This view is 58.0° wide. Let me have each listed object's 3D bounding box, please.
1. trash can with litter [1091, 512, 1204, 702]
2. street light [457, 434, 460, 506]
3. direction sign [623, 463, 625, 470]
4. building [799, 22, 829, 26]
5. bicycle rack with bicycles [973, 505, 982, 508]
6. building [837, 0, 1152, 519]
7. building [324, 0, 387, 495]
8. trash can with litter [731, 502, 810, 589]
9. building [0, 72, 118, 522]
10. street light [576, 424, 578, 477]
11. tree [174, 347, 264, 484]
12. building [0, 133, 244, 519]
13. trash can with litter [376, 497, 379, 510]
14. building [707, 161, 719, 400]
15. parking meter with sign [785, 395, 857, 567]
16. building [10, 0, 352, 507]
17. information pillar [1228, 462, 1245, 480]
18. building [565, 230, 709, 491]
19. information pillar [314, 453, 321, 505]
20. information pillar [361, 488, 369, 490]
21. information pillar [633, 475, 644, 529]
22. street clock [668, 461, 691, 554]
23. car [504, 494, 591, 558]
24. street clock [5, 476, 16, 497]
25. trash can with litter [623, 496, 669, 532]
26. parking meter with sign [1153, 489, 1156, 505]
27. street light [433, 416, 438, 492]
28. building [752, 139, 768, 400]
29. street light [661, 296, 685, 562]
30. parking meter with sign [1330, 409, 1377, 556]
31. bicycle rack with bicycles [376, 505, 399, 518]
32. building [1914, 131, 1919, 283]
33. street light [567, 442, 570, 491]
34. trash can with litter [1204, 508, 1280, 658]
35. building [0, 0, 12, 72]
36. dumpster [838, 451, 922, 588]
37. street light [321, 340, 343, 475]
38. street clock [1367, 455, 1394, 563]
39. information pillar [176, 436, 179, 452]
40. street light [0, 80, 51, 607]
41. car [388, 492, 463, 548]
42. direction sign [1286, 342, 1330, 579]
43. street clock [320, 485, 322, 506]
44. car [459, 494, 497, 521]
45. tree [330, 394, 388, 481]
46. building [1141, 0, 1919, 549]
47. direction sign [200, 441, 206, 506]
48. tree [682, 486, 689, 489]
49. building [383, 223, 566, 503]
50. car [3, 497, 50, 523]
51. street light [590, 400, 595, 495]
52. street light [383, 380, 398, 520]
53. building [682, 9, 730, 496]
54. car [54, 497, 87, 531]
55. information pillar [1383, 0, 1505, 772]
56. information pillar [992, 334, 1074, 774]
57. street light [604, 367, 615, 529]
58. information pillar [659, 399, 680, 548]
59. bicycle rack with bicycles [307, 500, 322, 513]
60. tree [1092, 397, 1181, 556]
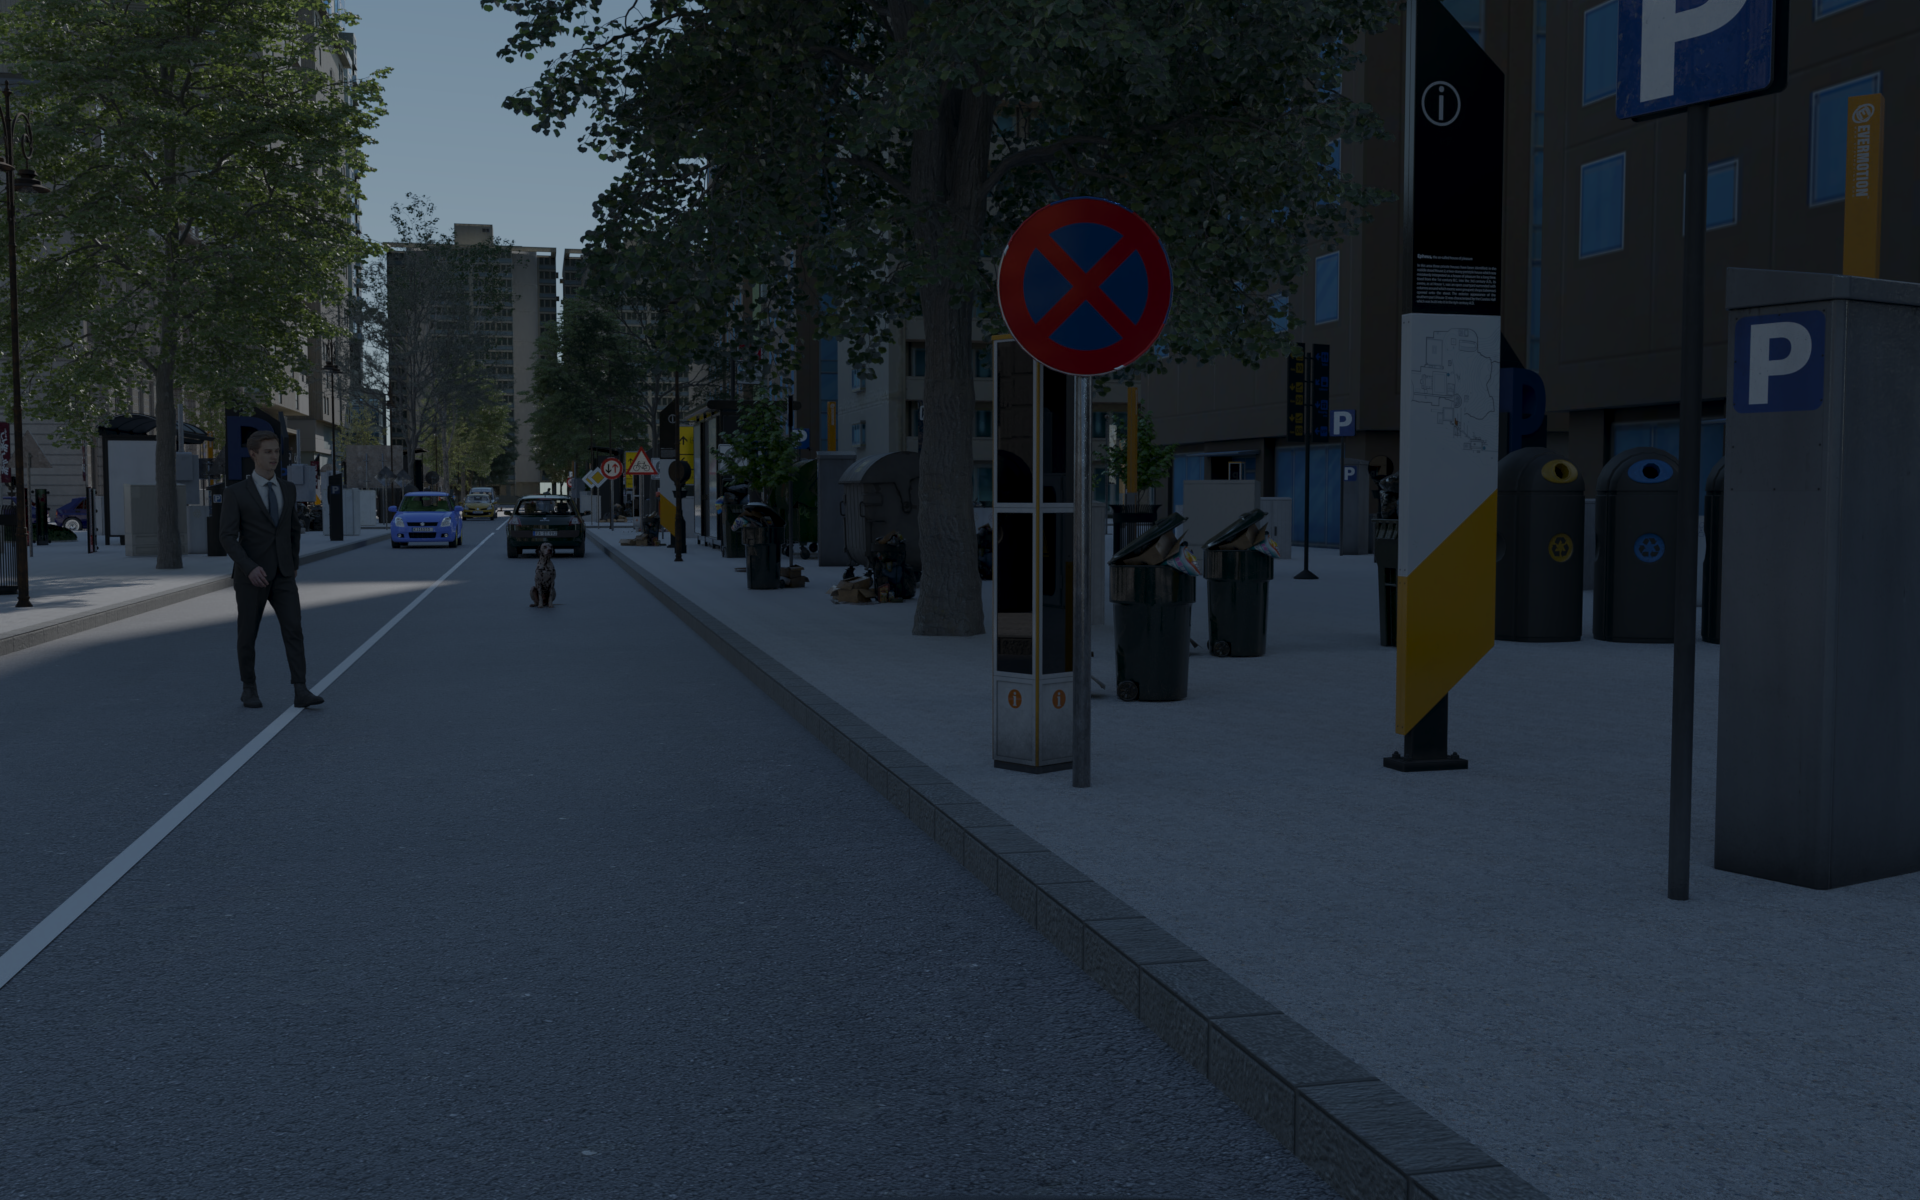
[{"bbox_3d":[0.960,0.035,10.810,1.055,1.170,0.624,0,4,6],"label":"trash can with litter"},{"bbox_3d":[-38.001,-9.690,131.226,0.468,5.910,1.993,-1,4,-14],"label":"street light"},{"bbox_3d":[-24.960,-8.279,127.359,0.876,3.537,0.379,2,4,25],"label":"direction sign"},{"bbox_3d":[-13.841,-31.097,158.544,14.600,45.320,14.200,-1,4,-14],"label":"building"},{"bbox_3d":[2.232,-4.403,85.378,2.852,0.926,2.925,-1,4,-14],"label":"bicycle rack with bicycles"},{"bbox_3d":[4.128,-29.004,97.923,21.600,48.544,21.300,-1,4,-14],"label":"building"},{"bbox_3d":[-96.036,-56.593,237.972,31.000,86.520,22.319,-1,4,-14],"label":"building"},{"bbox_3d":[-2.561,-0.746,23.580,0.624,1.170,1.055,2,4,33],"label":"trash can with litter"},{"bbox_3d":[-48.544,-15.115,88.929,13.314,21.916,24.055,-1,4,-14],"label":"building"},{"bbox_3d":[-25.123,-8.611,113.585,0.468,5.910,1.993,-1,4,-14],"label":"street light"},{"bbox_3d":[-37.187,-8.348,86.846,4.737,8.622,4.395,0,3,0],"label":"tree"},{"bbox_3d":[-54.582,-16.537,112.174,13.314,21.916,24.055,-1,4,-14],"label":"building"},{"bbox_3d":[-34.797,-5.575,102.208,2.233,1.210,1.678,0,4,-6],"label":"trash can with litter"},{"bbox_3d":[-17.489,-31.937,172.279,14.600,45.320,14.200,-1,4,-14],"label":"building"},{"bbox_3d":[-2.172,-2.107,30.711,1.738,3.016,0.543,0,4,-7],"label":"parking meter with sign"},{"bbox_3d":[-79.272,-36.230,181.599,27.495,52.752,28.713,-1,4,-14],"label":"building"},{"bbox_3d":[6.336,-2.154,39.702,0.304,2.012,0.304,2,4,26],"label":"information pillar"},{"bbox_3d":[-47.050,-34.632,258.112,23.993,40.220,32.217,-1,4,-14],"label":"building"},{"bbox_3d":[-36.906,-6.614,99.497,0.183,3.616,0.504,1,4,12],"label":"information pillar"},{"bbox_3d":[-25.267,-4.228,73.615,0.304,2.012,0.304,-1,4,-22],"label":"information pillar"},{"bbox_3d":[-11.678,-3.572,62.900,0.304,2.012,0.304,1,4,17],"label":"information pillar"},{"bbox_3d":[-6.038,-2.006,37.371,0.471,2.002,0.358,2,4,33],"label":"street clock"},{"bbox_3d":[-9.606,-1.866,40.300,2.009,1.686,4.222,-1,4,-12],"label":"car"},{"bbox_3d":[-37.874,-3.953,69.203,0.358,2.002,0.471,1,4,22],"label":"street clock"},{"bbox_3d":[-10.080,-2.893,58.359,2.233,1.210,1.678,1,4,14],"label":"trash can with litter"},{"bbox_3d":[6.967,-3.880,59.700,0.543,3.016,1.738,2,4,23],"label":"parking meter with sign"},{"bbox_3d":[-30.495,-7.836,100.898,0.468,5.910,1.993,-1,4,-14],"label":"street light"},{"bbox_3d":[-9.872,-27.857,139.048,14.154,41.232,14.086,-1,4,-14],"label":"building"},{"bbox_3d":[-5.359,-3.671,32.814,0.468,5.910,1.993,-1,4,-14],"label":"street light"},{"bbox_3d":[8.362,-2.465,36.564,0.543,3.016,1.738,2,4,33],"label":"parking meter with sign"},{"bbox_3d":[-27.932,-4.420,85.649,2.925,0.926,2.852,-3,5,-40],"label":"bicycle rack with bicycles"},{"bbox_3d":[18.420,-22.843,23.590,14.600,45.320,14.200,-1,4,-14],"label":"building"},{"bbox_3d":[-32.492,-10.468,143.946,0.468,5.910,1.993,-1,4,-14],"label":"street light"},{"bbox_3d":[1.964,-0.141,13.696,1.055,1.170,0.624,0,4,1],"label":"trash can with litter"},{"bbox_3d":[-71.673,-34.183,148.132,28.713,52.752,27.495,-1,4,-14],"label":"building"},{"bbox_3d":[-0.934,-1.129,24.214,1.264,1.857,1.865,-1,4,-14],"label":"dumpster"},{"bbox_3d":[-18.038,-4.714,49.870,0.468,5.910,1.993,-1,4,-14],"label":"street light"},{"bbox_3d":[7.829,-1.695,32.282,0.471,2.002,0.358,1,4,11],"label":"street clock"},{"bbox_3d":[-25.030,-3.896,55.060,0.183,3.616,0.504,2,4,29],"label":"information pillar"},{"bbox_3d":[-10.643,-2.858,19.515,0.468,5.910,1.993,-1,4,-14],"label":"street light"},{"bbox_3d":[-14.479,-2.293,47.075,1.945,1.707,3.694,-1,4,-13],"label":"car"},{"bbox_3d":[5.233,-2.085,26.084,0.876,3.537,0.379,-2,4,-35],"label":"direction sign"},{"bbox_3d":[-51.131,-8.187,138.420,0.358,2.002,0.471,1,4,13],"label":"street clock"},{"bbox_3d":[-26.397,-5.176,94.853,2.015,1.641,3.980,-1,4,-15],"label":"car"},{"bbox_3d":[-42.523,-10.534,122.587,4.360,8.622,3.978,0,3,0],"label":"tree"},{"bbox_3d":[13.778,-24.169,45.268,14.600,45.320,14.200,-1,4,-14],"label":"building"},{"bbox_3d":[-32.322,-5.016,74.003,0.379,3.537,0.876,-1,4,-12],"label":"direction sign"},{"bbox_3d":[-18.569,-7.764,110.661,4.285,4.588,4.351,0,3,0],"label":"tree"},{"bbox_3d":[-70.445,-34.245,251.779,23.993,40.220,32.217,-1,4,-14],"label":"building"},{"bbox_3d":[-35.001,-3.040,62.283,3.894,1.354,1.945,-1,4,-16],"label":"car"},{"bbox_3d":[-17.583,-6.722,82.692,0.468,5.910,1.993,-1,4,-14],"label":"street light"},{"bbox_3d":[-22.983,-5.948,70.039,0.468,5.910,1.993,-1,4,-14],"label":"street light"},{"bbox_3d":[-19.455,-53.889,193.762,22.319,86.520,31.000,-1,4,-14],"label":"building"},{"bbox_3d":[-30.444,-3.059,62.601,3.894,1.354,1.945,-1,4,-12],"label":"car"},{"bbox_3d":[2.259,-1.020,8.026,0.504,3.616,0.183,-1,4,-16],"label":"information pillar"},{"bbox_3d":[0.358,-0.218,8.058,0.304,2.012,0.304,-3,5,-43],"label":"information pillar"},{"bbox_3d":[-12.748,-5.528,63.171,0.468,5.910,1.993,-1,4,-14],"label":"street light"},{"bbox_3d":[-6.892,-3.051,41.244,0.504,3.616,0.183,0,4,4],"label":"information pillar"},{"bbox_3d":[-49.326,-7.308,132.867,2.852,0.926,2.925,0,4,-6],"label":"bicycle rack with bicycles"},{"bbox_3d":[3.669,-2.444,34.562,1.663,3.219,1.824,0,3,0],"label":"tree"}]
